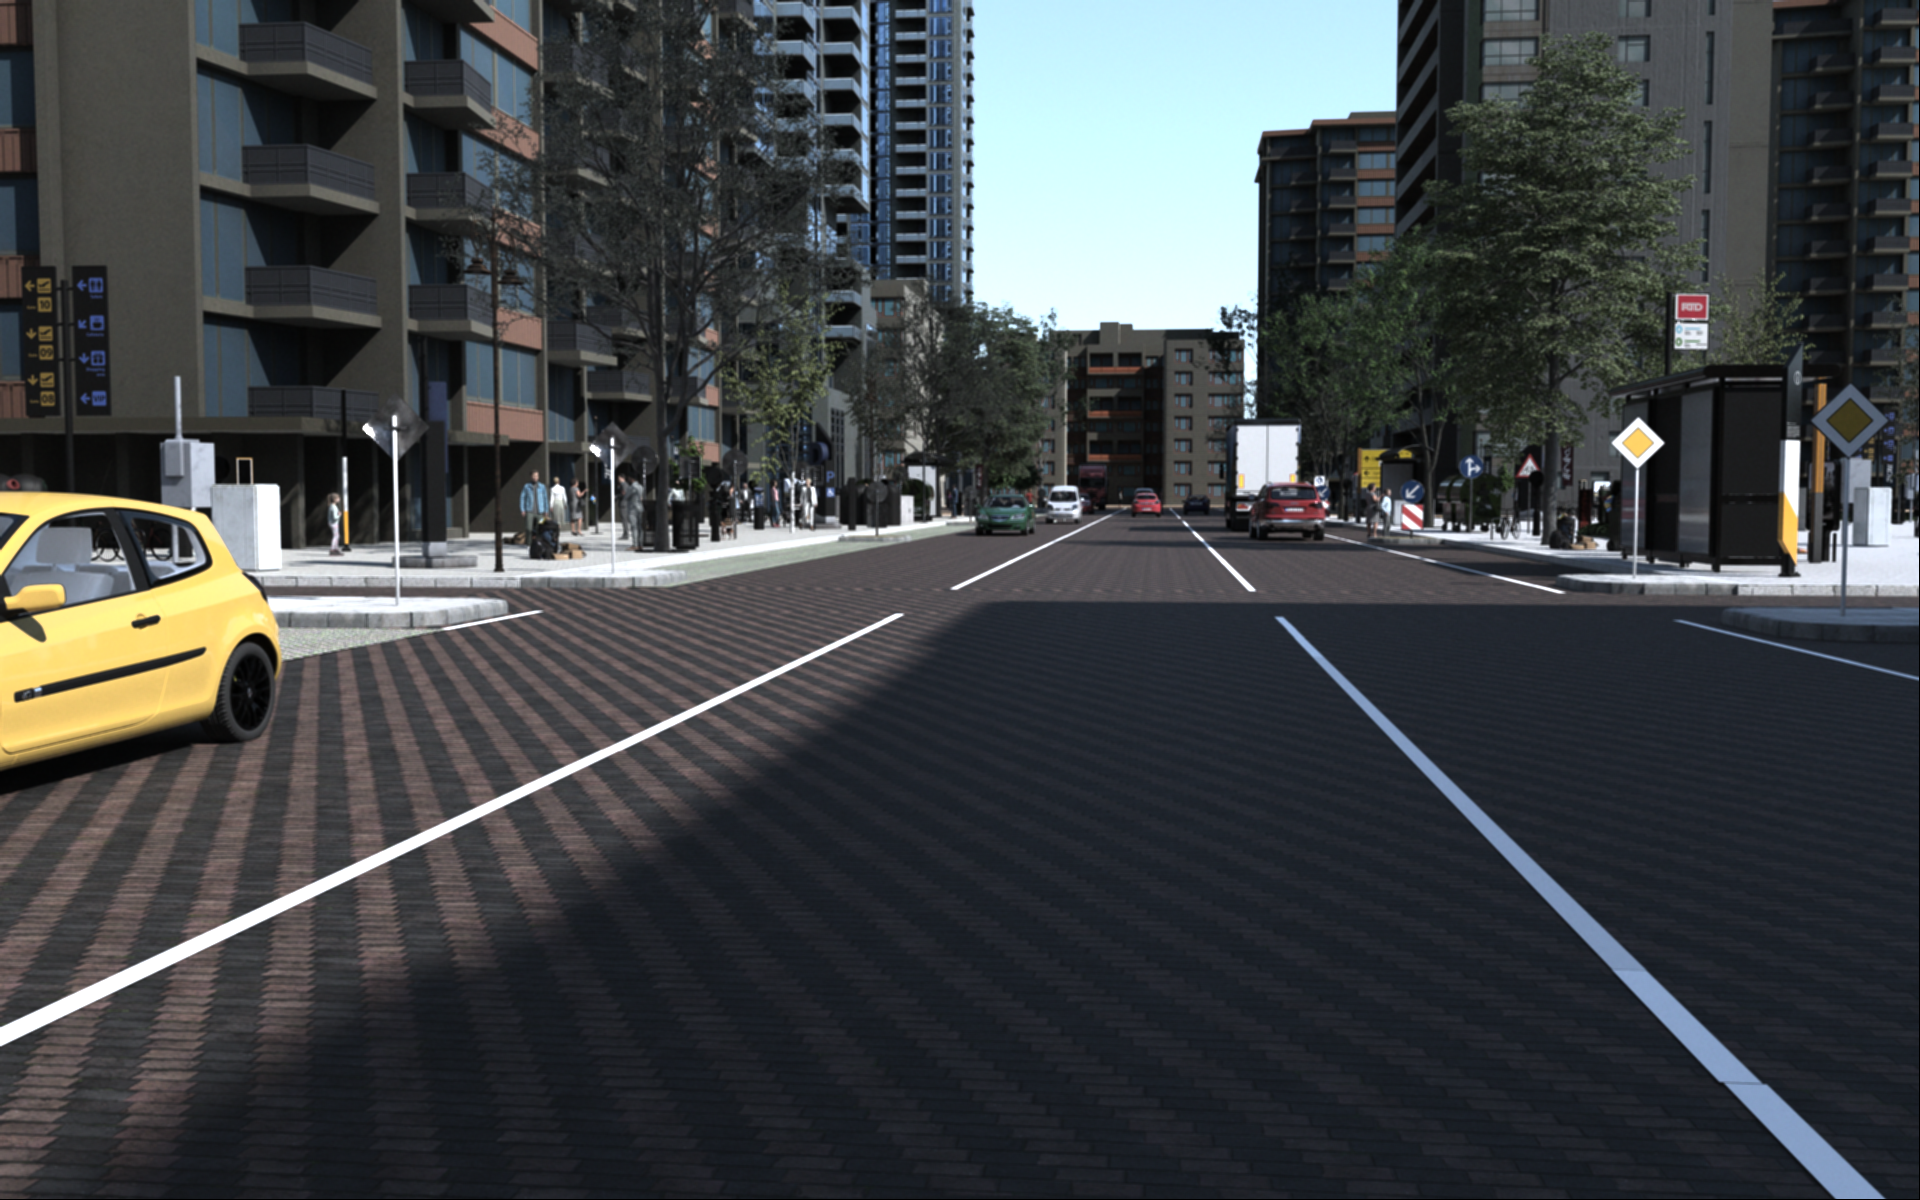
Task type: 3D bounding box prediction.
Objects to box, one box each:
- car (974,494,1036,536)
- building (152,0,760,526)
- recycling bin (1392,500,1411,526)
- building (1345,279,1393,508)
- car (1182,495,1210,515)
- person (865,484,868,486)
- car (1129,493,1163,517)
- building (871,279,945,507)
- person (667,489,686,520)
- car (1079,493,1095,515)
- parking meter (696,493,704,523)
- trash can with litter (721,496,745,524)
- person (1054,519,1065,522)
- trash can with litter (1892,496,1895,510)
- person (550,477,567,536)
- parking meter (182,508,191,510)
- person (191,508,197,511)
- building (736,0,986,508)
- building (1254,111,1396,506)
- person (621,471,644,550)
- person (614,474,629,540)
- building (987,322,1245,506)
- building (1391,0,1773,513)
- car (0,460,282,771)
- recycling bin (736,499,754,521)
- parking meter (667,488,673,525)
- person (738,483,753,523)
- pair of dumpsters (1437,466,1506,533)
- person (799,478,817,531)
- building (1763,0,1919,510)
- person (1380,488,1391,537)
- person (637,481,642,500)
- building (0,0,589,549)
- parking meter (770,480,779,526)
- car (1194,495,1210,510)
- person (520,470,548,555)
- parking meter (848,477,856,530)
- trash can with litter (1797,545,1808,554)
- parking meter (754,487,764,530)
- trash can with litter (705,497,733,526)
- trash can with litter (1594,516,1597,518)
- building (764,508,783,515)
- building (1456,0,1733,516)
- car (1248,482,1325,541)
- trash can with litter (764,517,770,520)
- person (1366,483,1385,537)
[{"bbox_3d":[1.638,-3.023,61.226,2.131,1.459,4.920,0,4,7],"label":"car"},{"bbox_3d":[-22.997,-26.613,89.749,22.147,44.769,28.867,0,4,6],"label":"building"},{"bbox_3d":[17.782,-3.492,69.649,0.722,1.027,0.722,1,4,11],"label":"recycling bin"},{"bbox_3d":[48.872,-18.631,149.650,27.650,21.520,28.899,0,4,6],"label":"building"},{"bbox_3d":[16.514,-6.640,121.151,1.945,1.354,3.894,0,4,6],"label":"car"},{"bbox_3d":[-4.343,-4.287,76.815,0.598,1.740,0.731,1,4,22],"label":"person"},{"bbox_3d":[11.696,-6.106,108.873,2.155,1.783,4.494,0,4,5],"label":"car"},{"bbox_3d":[-17.402,-19.172,158.493,28.899,21.520,27.650,0,4,6],"label":"building"},{"bbox_3d":[-10.262,-3.414,62.351,0.782,1.767,0.515,-3,5,-39],"label":"person"},{"bbox_3d":[8.406,-6.899,121.844,2.155,1.783,4.494,0,4,5],"label":"car"},{"bbox_3d":[-11.394,-4.127,75.887,0.372,1.533,0.369,0,3,0],"label":"parking meter"},{"bbox_3d":[-9.947,-3.829,73.654,1.678,1.210,2.233,1,4,18],"label":"trash can with litter"},{"bbox_3d":[5.006,-4.817,88.013,0.466,1.731,0.760,3,5,45],"label":"person"},{"bbox_3d":[47.615,-4.793,89.424,1.678,1.210,2.233,-3,4,-38],"label":"trash can with litter"},{"bbox_3d":[-12.190,-2.826,52.471,0.478,1.798,0.641,0,4,-1],"label":"person"},{"bbox_3d":[-15.752,-1.789,34.957,0.399,1.863,0.255,0,4,-4],"label":"parking meter"},{"bbox_3d":[-15.890,-1.752,35.525,0.643,1.720,0.563,0,4,-7],"label":"person"},{"bbox_3d":[-11.275,-54.650,206.204,31.000,86.520,22.319,0,4,6],"label":"building"},{"bbox_3d":[47.368,-33.428,201.163,28.867,44.769,22.147,0,4,6],"label":"building"},{"bbox_3d":[-7.497,-2.041,39.591,0.466,1.800,0.511,0,4,7],"label":"person"},{"bbox_3d":[-9.566,-2.636,48.953,0.447,1.846,0.655,0,4,-6],"label":"person"},{"bbox_3d":[18.910,-22.236,208.591,28.899,21.520,27.650,0,4,6],"label":"building"},{"bbox_3d":[43.455,-30.604,124.073,21.300,48.544,21.600,0,4,6],"label":"building"},{"bbox_3d":[-5.105,0.090,8.756,2.015,1.641,3.980,0,4,7],"label":"car"},{"bbox_3d":[-10.289,-4.295,82.775,0.722,1.027,0.722,1,4,23],"label":"recycling bin"},{"bbox_3d":[-11.953,-3.850,71.365,0.372,1.533,0.369,0,3,0],"label":"parking meter"},{"bbox_3d":[-9.552,-4.335,77.322,0.661,1.777,0.834,-2,4,-33],"label":"person"},{"bbox_3d":[17.339,-3.441,58.746,1.574,2.255,4.437,0,4,6],"label":"pair of dumpsters"},{"bbox_3d":[-5.341,-3.348,60.655,0.514,1.842,0.818,-3,4,-37],"label":"person"},{"bbox_3d":[81.913,-30.256,149.311,28.867,44.769,22.147,0,4,6],"label":"building"},{"bbox_3d":[13.055,-2.610,52.986,0.330,1.601,0.589,3,5,40],"label":"person"},{"bbox_3d":[-12.963,-3.871,69.351,0.388,1.821,0.555,2,4,32],"label":"person"},{"bbox_3d":[-23.639,-24.353,52.789,22.147,44.769,28.867,0,4,6],"label":"building"},{"bbox_3d":[-7.495,-3.939,70.107,0.255,1.863,0.399,1,4,15],"label":"parking meter"},{"bbox_3d":[21.464,-8.722,155.187,1.945,1.354,3.894,0,4,6],"label":"car"},{"bbox_3d":[-8.849,-1.811,35.998,0.601,1.785,0.444,-1,4,-21],"label":"person"},{"bbox_3d":[-3.821,-3.394,61.211,0.255,1.863,0.399,0,4,-6],"label":"parking meter"},{"bbox_3d":[17.745,-1.640,37.877,1.678,1.210,2.233,-2,4,-31],"label":"trash can with litter"},{"bbox_3d":[-7.250,-3.305,62.448,0.372,1.533,0.369,0,3,0],"label":"parking meter"},{"bbox_3d":[-9.610,-3.540,69.259,1.055,1.170,0.624,-2,4,-35],"label":"trash can with litter"},{"bbox_3d":[34.617,-5.003,92.848,1.678,1.210,2.233,2,4,23],"label":"trash can with litter"},{"bbox_3d":[-17.290,-49.292,118.595,22.319,86.520,31.000,0,4,6],"label":"building"},{"bbox_3d":[38.120,-25.895,106.975,14.154,41.232,14.086,0,4,6],"label":"building"},{"bbox_3d":[10.335,-2.828,54.909,2.281,1.827,5.304,0,4,5],"label":"car"},{"bbox_3d":[-10.032,-4.627,86.717,1.678,1.210,2.233,0,4,-7],"label":"trash can with litter"},{"bbox_3d":[13.133,-2.804,54.697,0.532,1.782,0.716,-1,4,-14],"label":"person"}]
